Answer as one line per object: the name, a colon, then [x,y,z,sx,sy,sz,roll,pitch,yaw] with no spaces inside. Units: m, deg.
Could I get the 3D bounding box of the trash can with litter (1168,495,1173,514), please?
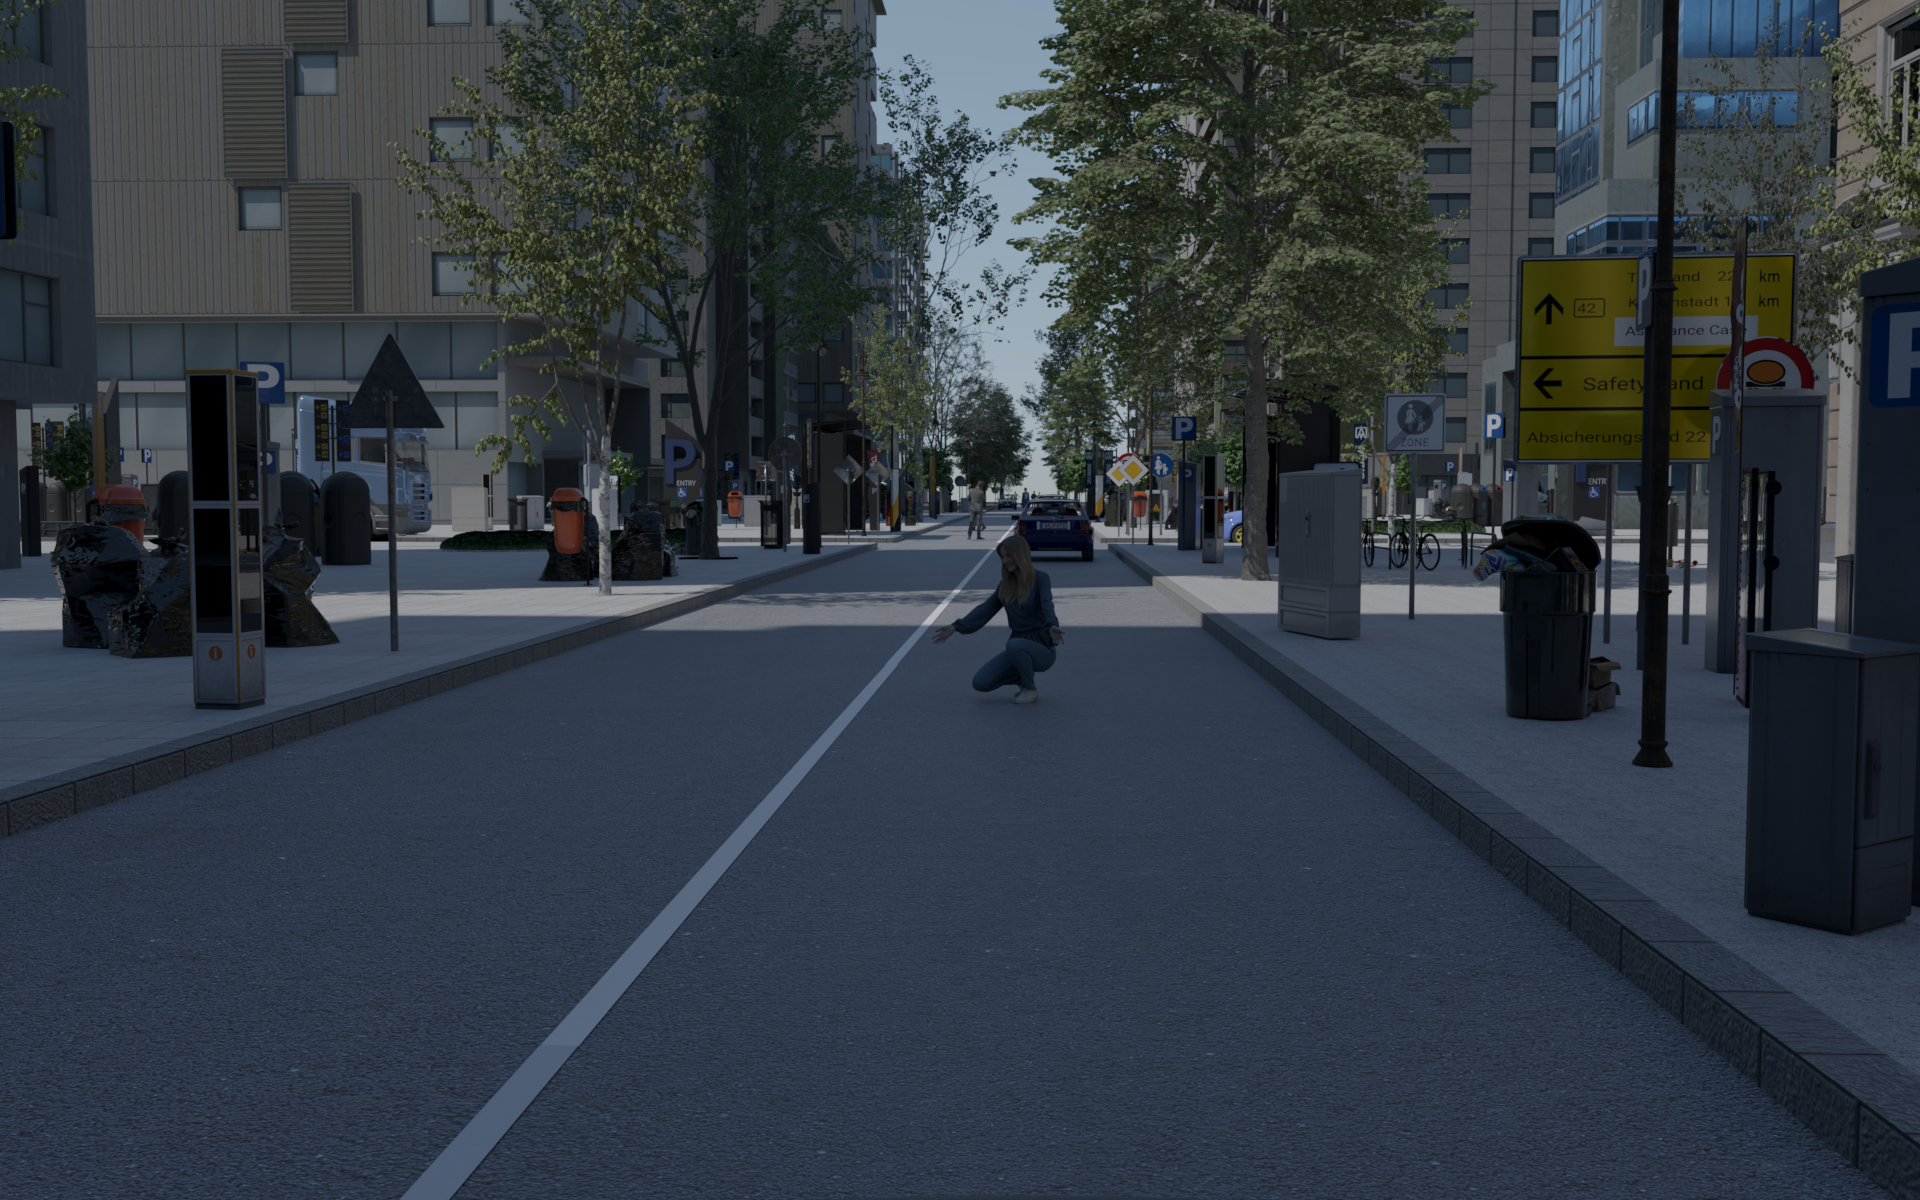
trash can with litter: [14.299,-6.830,122.734,1.678,1.210,2.233,2,4,33]

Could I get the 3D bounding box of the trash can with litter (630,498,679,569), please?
trash can with litter: [-5.662,-1.094,28.952,2.233,1.210,1.678,-1,4,-23]

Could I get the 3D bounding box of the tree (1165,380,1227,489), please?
tree: [14.646,-9.613,107.531,4.737,8.622,4.395,0,3,0]

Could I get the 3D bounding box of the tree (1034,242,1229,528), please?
tree: [6.397,-7.991,65.062,8.767,10.594,7.601,2,4,28]

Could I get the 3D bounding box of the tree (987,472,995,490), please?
tree: [1.789,-11.973,179.476,4.285,4.588,4.351,0,3,0]

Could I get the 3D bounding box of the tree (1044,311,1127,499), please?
tree: [12.569,-19.653,177.208,12.611,20.169,13.585,0,3,0]

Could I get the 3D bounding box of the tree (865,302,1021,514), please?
tree: [-1.321,-12.312,111.668,12.009,13.543,11.850,0,3,0]

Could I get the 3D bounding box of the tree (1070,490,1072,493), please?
tree: [11.754,-10.569,167.410,1.663,3.219,1.824,0,3,0]

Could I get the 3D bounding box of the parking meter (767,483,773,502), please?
parking meter: [-10.030,-5.201,90.746,0.399,1.863,0.255,-1,4,-12]

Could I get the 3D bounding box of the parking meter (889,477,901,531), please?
parking meter: [-2.227,-3.286,59.429,0.399,1.863,0.255,0,4,8]

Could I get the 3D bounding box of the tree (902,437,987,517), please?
tree: [-1.672,-7.048,98.943,4.285,4.588,4.351,0,3,0]

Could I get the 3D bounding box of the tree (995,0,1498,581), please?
tree: [4.061,-6.545,25.136,7.486,12.596,7.792,0,3,0]

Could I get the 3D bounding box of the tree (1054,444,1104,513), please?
tree: [8.264,-7.939,113.509,4.285,4.588,4.351,0,3,0]

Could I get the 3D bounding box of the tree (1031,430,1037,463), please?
tree: [6.228,-21.313,255.115,9.857,13.997,8.962,0,3,0]

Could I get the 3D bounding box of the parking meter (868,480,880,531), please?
parking meter: [-3.003,-3.357,60.591,0.399,1.863,0.255,0,4,-1]

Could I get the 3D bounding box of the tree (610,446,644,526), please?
tree: [-13.737,-4.578,69.452,1.663,3.219,1.824,0,3,0]

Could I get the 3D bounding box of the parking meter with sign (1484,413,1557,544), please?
parking meter with sign: [12.220,-2.532,37.656,1.738,3.016,0.543,-2,4,-28]

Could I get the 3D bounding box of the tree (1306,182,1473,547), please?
tree: [10.403,-5.590,41.761,4.737,8.622,4.395,0,3,0]

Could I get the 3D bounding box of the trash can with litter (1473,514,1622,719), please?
trash can with litter: [3.484,0.075,10.166,0.624,1.170,1.055,3,4,37]

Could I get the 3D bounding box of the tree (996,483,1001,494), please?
tree: [4.752,-14.847,237.343,1.663,3.219,1.824,0,3,0]

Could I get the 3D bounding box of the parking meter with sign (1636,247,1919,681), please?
parking meter with sign: [5.780,-0.987,12.392,1.738,3.016,0.543,1,4,10]

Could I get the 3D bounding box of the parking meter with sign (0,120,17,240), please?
parking meter with sign: [-4.839,-0.680,7.380,0.543,3.016,1.738,1,4,10]

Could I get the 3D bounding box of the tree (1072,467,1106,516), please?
tree: [7.820,-6.468,100.359,1.663,3.219,1.824,0,3,0]

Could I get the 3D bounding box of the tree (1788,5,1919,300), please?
tree: [12.068,-4.262,20.047,4.737,8.622,4.395,0,3,0]

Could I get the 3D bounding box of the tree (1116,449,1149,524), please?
tree: [7.403,-4.825,73.485,1.663,3.219,1.824,0,3,0]

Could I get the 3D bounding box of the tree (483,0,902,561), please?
tree: [-4.985,-6.592,33.535,9.928,11.665,9.643,0,3,0]

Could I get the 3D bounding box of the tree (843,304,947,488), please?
tree: [-2.530,-7.067,65.908,4.737,8.622,4.395,0,3,0]

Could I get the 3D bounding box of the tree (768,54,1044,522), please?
tree: [-2.787,-13.561,77.612,12.611,20.169,13.585,0,3,0]

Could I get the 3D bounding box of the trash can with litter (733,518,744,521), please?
trash can with litter: [-9.829,-4.343,82.061,2.233,1.210,1.678,-2,4,-26]

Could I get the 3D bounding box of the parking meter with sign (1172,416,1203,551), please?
parking meter with sign: [5.286,-2.657,39.708,0.543,3.016,1.738,1,4,18]

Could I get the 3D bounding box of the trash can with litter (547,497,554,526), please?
trash can with litter: [-15.706,-3.481,68.309,1.055,1.170,0.624,-3,5,-44]

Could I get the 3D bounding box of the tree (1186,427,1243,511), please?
tree: [13.191,-6.021,82.153,4.285,4.588,4.351,0,3,0]

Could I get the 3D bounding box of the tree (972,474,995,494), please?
tree: [2.117,-10.586,167.685,1.663,3.219,1.824,0,3,0]

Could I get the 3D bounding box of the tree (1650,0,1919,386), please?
tree: [12.748,-4.678,26.850,4.360,8.622,3.978,0,3,0]

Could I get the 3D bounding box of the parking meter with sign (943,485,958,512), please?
parking meter with sign: [-1.010,-7.877,125.047,1.738,3.016,0.543,-2,4,-34]

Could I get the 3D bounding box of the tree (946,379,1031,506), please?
tree: [2.615,-17.405,191.228,9.857,13.997,8.962,0,3,0]

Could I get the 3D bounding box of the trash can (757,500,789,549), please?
trash can: [-4.375,-1.769,40.584,0.748,1.137,0.748,0,3,0]

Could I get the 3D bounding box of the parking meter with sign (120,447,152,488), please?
parking meter with sign: [-32.000,-4.299,66.545,1.738,3.016,0.543,0,4,6]

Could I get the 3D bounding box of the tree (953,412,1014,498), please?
tree: [1.530,-12.252,150.683,4.360,8.622,3.978,0,3,0]

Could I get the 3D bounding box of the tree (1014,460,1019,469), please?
tree: [5.802,-17.895,242.947,4.360,8.622,3.978,0,3,0]

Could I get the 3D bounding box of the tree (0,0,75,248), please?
tree: [-12.819,-4.307,20.786,4.737,8.622,4.395,0,3,0]

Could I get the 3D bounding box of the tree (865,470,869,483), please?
tree: [-6.721,-7.689,120.318,1.663,3.219,1.824,0,3,0]

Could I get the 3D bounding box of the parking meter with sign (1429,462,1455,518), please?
parking meter with sign: [26.029,-5.966,93.808,0.543,3.016,1.738,-1,4,-19]

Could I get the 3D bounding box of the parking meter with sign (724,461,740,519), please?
parking meter with sign: [-11.775,-5.727,89.894,0.543,3.016,1.738,-1,4,-22]

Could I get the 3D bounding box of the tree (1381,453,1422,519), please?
tree: [19.133,-4.878,74.350,1.663,3.219,1.824,0,3,0]

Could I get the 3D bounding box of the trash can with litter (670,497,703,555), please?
trash can with litter: [-5.724,-1.533,36.447,0.624,1.170,1.055,-3,5,-41]

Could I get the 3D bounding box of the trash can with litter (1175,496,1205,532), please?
trash can with litter: [7.332,-2.656,54.815,1.055,1.170,0.624,2,4,23]

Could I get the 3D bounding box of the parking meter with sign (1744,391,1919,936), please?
parking meter with sign: [3.197,-0.566,5.523,1.738,3.016,0.543,-2,4,-35]

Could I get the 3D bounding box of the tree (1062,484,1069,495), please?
tree: [13.216,-13.184,210.161,1.663,3.219,1.824,0,3,0]

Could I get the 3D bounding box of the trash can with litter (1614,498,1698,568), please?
trash can with litter: [12.595,-1.216,30.931,1.678,1.210,2.233,1,4,20]

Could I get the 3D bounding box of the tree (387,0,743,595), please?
tree: [-4.716,-4.383,22.028,4.737,8.622,4.395,0,3,0]

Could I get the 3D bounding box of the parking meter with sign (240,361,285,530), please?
parking meter with sign: [-9.490,-1.677,23.674,0.543,3.016,1.738,-1,4,-21]

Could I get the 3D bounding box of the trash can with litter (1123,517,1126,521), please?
trash can with litter: [7.758,-4.391,83.182,0.624,1.170,1.055,-1,4,-22]

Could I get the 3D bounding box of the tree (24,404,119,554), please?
tree: [-18.893,-2.607,37.219,1.663,3.219,1.824,0,3,0]
